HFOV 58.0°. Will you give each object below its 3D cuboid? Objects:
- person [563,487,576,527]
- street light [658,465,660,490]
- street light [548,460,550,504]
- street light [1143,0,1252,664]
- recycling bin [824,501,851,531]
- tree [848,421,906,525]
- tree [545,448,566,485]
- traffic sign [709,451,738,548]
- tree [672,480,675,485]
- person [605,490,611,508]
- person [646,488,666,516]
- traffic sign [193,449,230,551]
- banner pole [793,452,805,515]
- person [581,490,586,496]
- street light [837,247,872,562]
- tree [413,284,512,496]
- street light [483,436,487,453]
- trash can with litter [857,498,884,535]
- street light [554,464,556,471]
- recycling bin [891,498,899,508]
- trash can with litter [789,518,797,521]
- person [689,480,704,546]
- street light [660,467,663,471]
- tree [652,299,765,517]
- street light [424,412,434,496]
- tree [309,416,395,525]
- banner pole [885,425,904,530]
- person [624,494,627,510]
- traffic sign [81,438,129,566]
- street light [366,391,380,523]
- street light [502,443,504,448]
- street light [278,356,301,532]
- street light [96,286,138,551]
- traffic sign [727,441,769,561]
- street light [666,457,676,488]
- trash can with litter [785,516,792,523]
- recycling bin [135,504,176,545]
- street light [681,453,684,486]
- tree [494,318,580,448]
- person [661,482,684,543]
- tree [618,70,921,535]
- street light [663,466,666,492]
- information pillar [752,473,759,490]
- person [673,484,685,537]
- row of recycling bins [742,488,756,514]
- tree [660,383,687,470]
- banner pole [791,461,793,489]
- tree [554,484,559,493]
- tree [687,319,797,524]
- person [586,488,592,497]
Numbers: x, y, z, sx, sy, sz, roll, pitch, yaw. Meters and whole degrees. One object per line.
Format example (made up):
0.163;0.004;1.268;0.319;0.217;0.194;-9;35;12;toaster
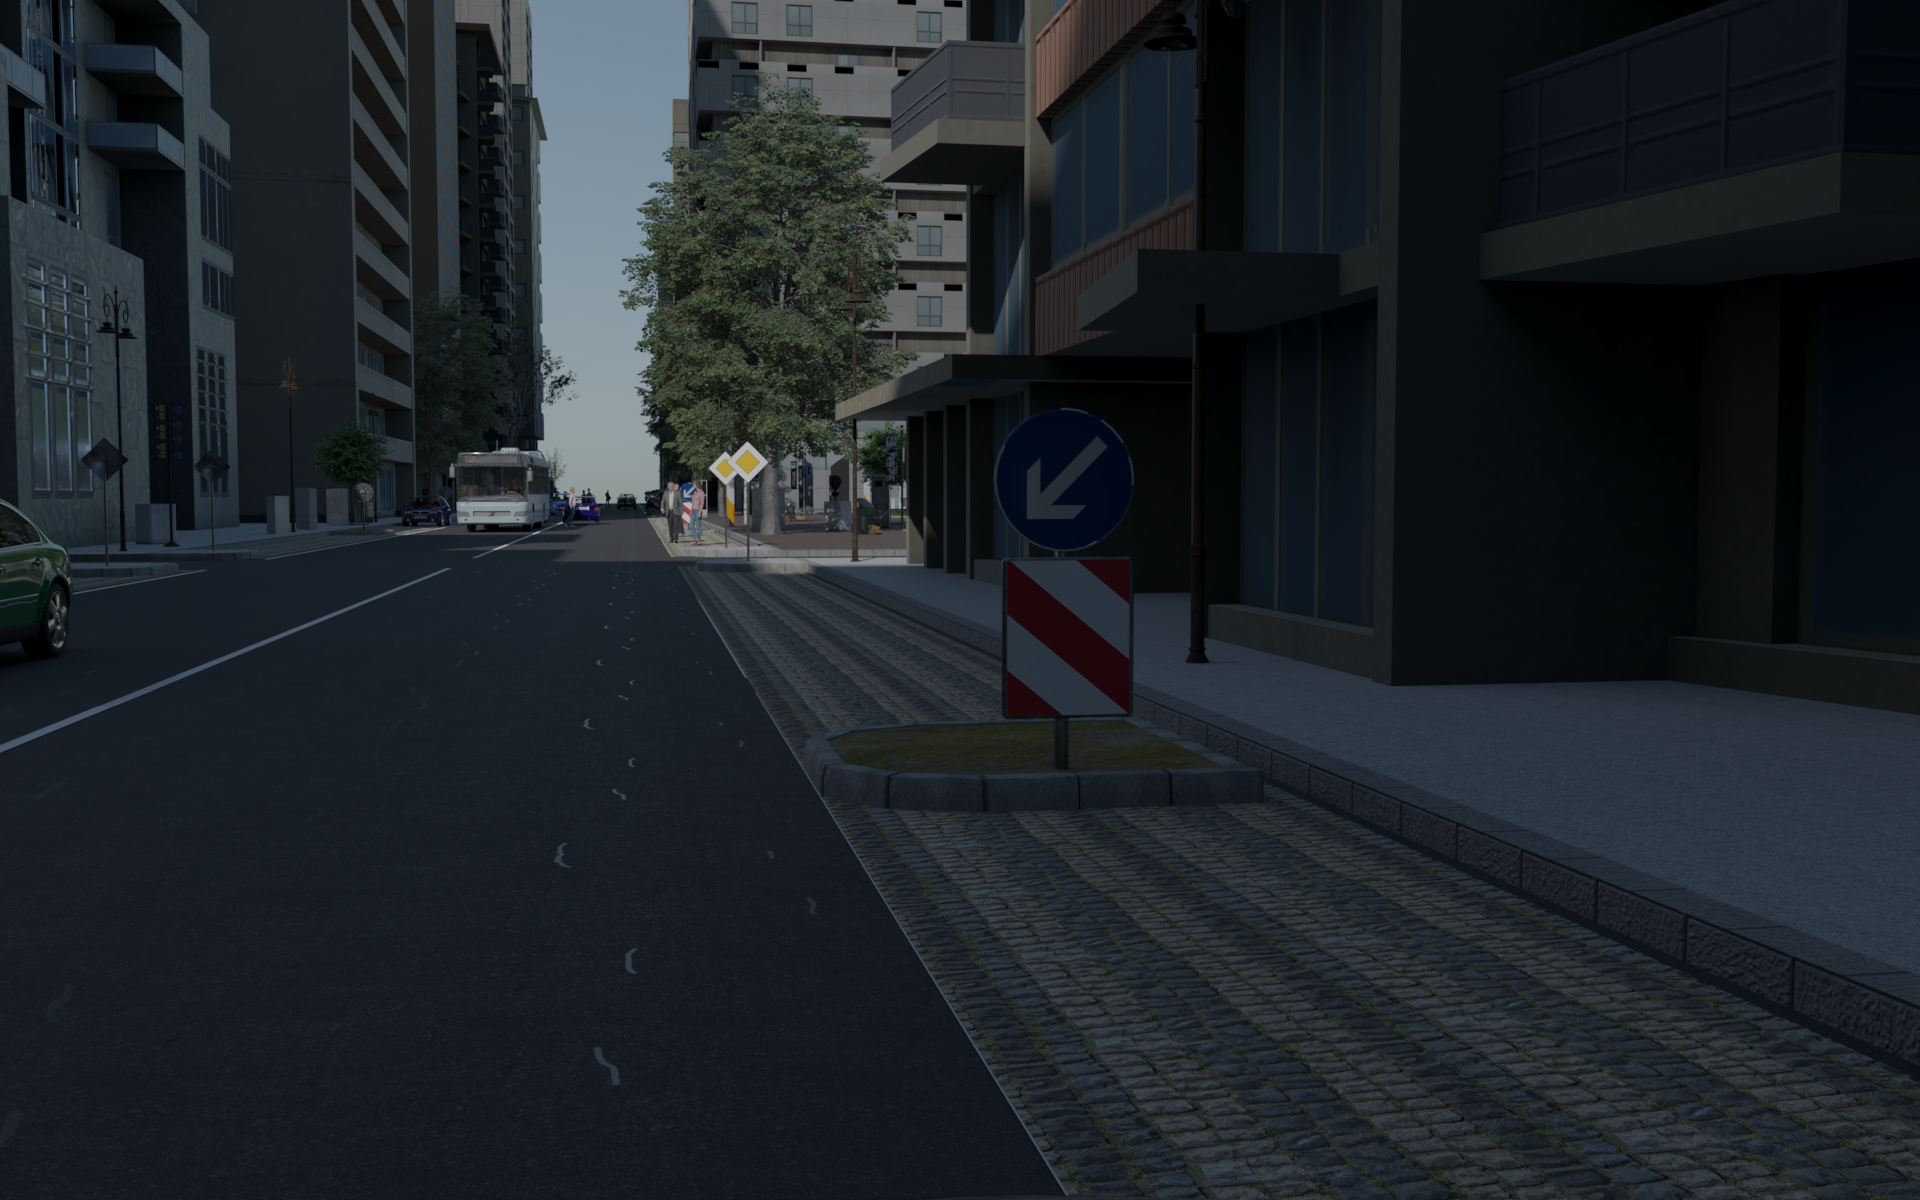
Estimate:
-16.782;-3.995;74.482;0.598;1.740;0.731;-2;4;-27;person
-43.264;-17.040;251.393;0.468;5.910;1.993;-1;4;-11;street light
-55.823;-16.048;235.169;0.468;5.910;1.993;-1;4;-11;street light
1.806;-2.460;13.006;0.468;5.910;1.993;-1;4;-11;street light
-4.242;-2.903;60.020;0.722;1.027;0.722;2;4;27;recycling bin
-3.037;-5.496;73.575;4.285;4.588;4.351;0;3;0;tree
-63.332;-19.531;269.699;4.360;8.622;3.978;0;3;0;tree
-5.523;-2.274;40.829;0.795;2.450;0.064;-1;4;-11;traffic sign
-32.494;-12.503;199.031;1.663;3.219;1.824;0;3;0;tree
-35.381;-10.149;174.306;0.599;1.838;0.709;2;4;34;person
-19.366;-6.249;110.885;1.509;1.804;0.699;3;5;39;person
-16.723;-2.147;38.742;0.795;2.450;0.064;-1;4;-11;traffic sign
-9.489;-6.970;103.975;0.401;3.779;0.863;-3;4;-38;banner pole
-28.216;-7.364;129.582;0.721;1.739;1.217;2;4;31;person
-1.986;-3.660;32.634;0.468;5.910;1.993;-1;4;-11;street light
-32.462;-12.204;106.184;9.857;13.997;8.962;0;3;0;tree
-36.878;-9.884;134.383;0.468;5.910;1.993;-1;4;-11;street light
-2.842;-2.658;54.845;1.055;1.170;0.624;3;5;44;trash can with litter
-59.784;-17.301;255.651;0.468;5.910;1.993;-1;4;-11;street light
-4.352;-6.024;111.048;0.722;1.027;0.722;2;4;24;recycling bin
-8.735;-4.481;84.318;1.678;1.210;2.233;-2;4;-35;trash can with litter
-7.267;-2.397;47.696;0.555;1.821;0.388;3;5;39;person
-39.542;-15.824;231.511;0.468;5.910;1.993;-1;4;-11;street light
-13.497;-11.006;98.070;7.486;12.596;7.792;0;3;0;tree
-29.989;-7.655;97.953;0.468;5.910;1.993;-1;4;-11;street light
-25.259;-5.403;72.054;4.285;4.588;4.351;0;3;0;tree
-2.316;-4.437;62.568;0.863;3.779;0.401;-1;4;-22;banner pole
-29.865;-8.725;154.419;0.557;1.426;1.065;-1;4;-16;person
-15.241;-1.667;30.895;0.795;2.450;0.064;-1;4;-11;traffic sign
-26.329;-6.428;77.891;0.468;5.910;1.993;-1;4;-11;street light
-40.582;-11.085;154.028;0.468;5.910;1.993;-1;4;-11;street light
-22.499;-5.228;58.270;0.468;5.910;1.993;-1;4;-11;street light
-18.749;-4.027;38.634;0.468;5.910;1.993;-1;4;-11;street light
-4.040;-1.794;32.982;0.795;2.450;0.064;-1;4;-11;traffic sign
-31.621;-13.279;189.901;0.468;5.910;1.993;-1;4;-11;street light
-8.109;-4.068;77.893;1.055;1.170;0.624;-3;5;-41;trash can with litter
-20.647;-1.951;44.456;0.722;1.027;0.722;2;4;34;recycling bin
-24.174;-10.866;150.443;0.468;5.910;1.993;-1;4;-11;street light
-46.644;-20.067;183.979;12.611;20.169;13.585;0;3;0;tree
-8.336;-2.525;50.183;0.661;1.777;0.834;-1;4;-9;person
-5.930;-9.025;54.206;9.857;13.997;8.962;0;3;0;tree
-35.672;-14.587;211.287;0.468;5.910;1.993;-1;4;-11;street light
-13.505;-7.524;114.365;0.504;3.616;0.183;0;4;0;information pillar
-9.375;-2.961;57.330;0.576;1.772;0.534;1;4;10;person
-12.592;-6.291;109.978;3.534;1.692;1.069;3;5;45;row of recycling bins
-16.730;-9.731;109.467;4.360;8.622;3.978;0;3;0;tree
-10.944;-7.683;115.638;0.863;3.779;0.401;-2;4;-31;banner pole
-62.460;-16.567;265.467;1.663;3.219;1.824;0;3;0;tree
-8.959;-7.564;74.037;4.360;8.622;3.978;0;3;0;tree
-24.312;-6.432;113.694;0.654;1.822;0.581;3;4;37;person
